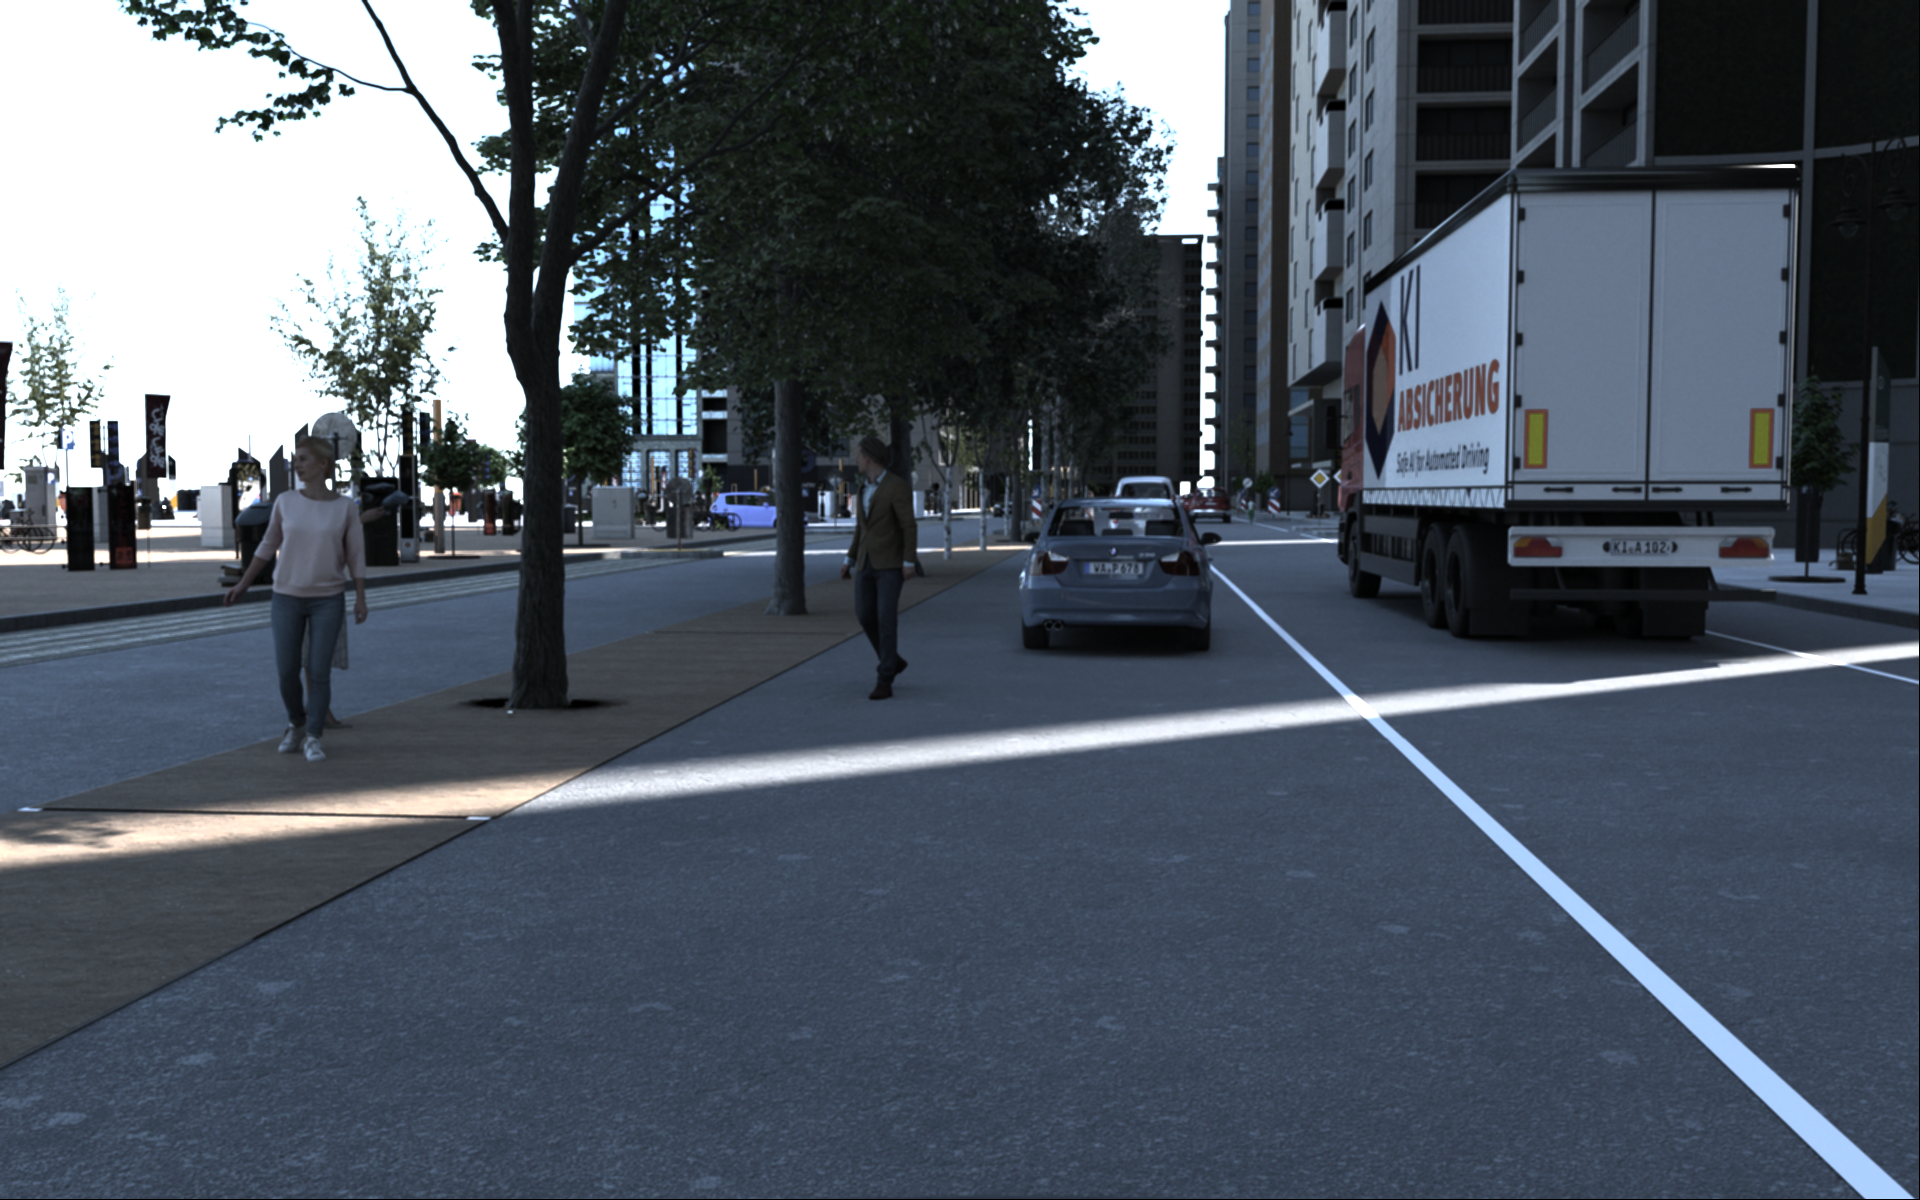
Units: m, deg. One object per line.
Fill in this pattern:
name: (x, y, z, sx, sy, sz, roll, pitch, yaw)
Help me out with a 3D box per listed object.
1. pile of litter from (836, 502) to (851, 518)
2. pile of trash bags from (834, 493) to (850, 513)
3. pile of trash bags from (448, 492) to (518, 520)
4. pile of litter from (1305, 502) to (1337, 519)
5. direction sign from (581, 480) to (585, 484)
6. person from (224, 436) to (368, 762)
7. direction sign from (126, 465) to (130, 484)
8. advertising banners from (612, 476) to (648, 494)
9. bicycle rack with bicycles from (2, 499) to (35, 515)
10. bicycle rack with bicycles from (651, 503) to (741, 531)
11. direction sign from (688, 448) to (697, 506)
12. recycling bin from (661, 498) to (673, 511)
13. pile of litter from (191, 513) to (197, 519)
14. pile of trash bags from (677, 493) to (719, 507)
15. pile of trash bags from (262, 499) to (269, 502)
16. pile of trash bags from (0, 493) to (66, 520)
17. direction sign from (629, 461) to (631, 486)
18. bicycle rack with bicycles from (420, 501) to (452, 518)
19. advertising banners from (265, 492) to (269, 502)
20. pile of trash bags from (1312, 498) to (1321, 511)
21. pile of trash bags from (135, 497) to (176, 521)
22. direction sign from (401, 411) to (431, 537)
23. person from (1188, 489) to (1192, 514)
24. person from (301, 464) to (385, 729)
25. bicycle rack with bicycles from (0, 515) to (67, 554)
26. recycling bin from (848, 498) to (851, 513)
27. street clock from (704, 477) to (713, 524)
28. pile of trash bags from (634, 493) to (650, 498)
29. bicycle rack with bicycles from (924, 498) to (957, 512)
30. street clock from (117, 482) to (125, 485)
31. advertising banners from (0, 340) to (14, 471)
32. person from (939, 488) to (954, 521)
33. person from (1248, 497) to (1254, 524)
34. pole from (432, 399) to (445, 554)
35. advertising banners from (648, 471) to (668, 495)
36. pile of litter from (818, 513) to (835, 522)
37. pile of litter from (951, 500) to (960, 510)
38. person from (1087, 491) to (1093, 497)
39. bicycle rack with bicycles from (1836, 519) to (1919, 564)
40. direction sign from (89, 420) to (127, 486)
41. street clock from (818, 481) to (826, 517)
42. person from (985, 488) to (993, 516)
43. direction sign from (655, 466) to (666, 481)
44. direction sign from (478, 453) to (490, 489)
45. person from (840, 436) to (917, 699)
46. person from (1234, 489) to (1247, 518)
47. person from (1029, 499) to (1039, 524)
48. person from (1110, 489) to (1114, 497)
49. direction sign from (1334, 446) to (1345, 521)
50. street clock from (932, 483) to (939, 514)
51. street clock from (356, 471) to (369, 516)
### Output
pile of litter: (-6.440, -4.780, 92.123, 1.176, 0.858, 1.719, 3, 4, 36)
pile of trash bags: (-8.371, -6.274, 112.327, 1.912, 1.369, 3.447, 3, 5, 39)
pile of trash bags: (-23.726, -4.682, 86.300, 3.447, 1.369, 1.912, -2, 4, -32)
pile of litter: (18.853, -4.693, 90.688, 1.719, 0.858, 1.176, 2, 4, 33)
direction sign: (-29.154, -8.615, 132.849, 0.876, 3.537, 0.379, -3, 5, -40)
person: (-3.589, -0.012, 9.372, 0.731, 1.740, 0.598, -1, 4, -18)
direction sign: (-65.800, -8.845, 136.618, 0.379, 3.537, 0.876, 1, 4, 18)
advertising banners: (-19.102, -6.319, 99.506, 2.074, 3.025, 0.090, -2, 4, -27)
bicycle rack with bicycles: (-66.842, -6.671, 122.446, 2.852, 0.926, 2.925, -3, 4, -38)
bicycle rack with bicycles: (-8.949, -2.872, 60.341, 2.925, 0.926, 2.852, 1, 4, 17)
direction sign: (-13.140, -5.696, 85.121, 0.379, 3.537, 0.876, 1, 4, 16)
recycling bin: (-21.159, -6.869, 124.858, 0.722, 1.027, 0.722, 1, 4, 9)
pile of litter: (-40.012, -4.734, 91.371, 1.176, 0.858, 1.719, 0, 4, -5)
pile of trash bags: (-20.210, -7.553, 133.246, 3.447, 1.369, 1.912, 0, 4, 2)
pile of trash bags: (-55.395, -7.709, 135.799, 1.912, 1.369, 3.447, 0, 4, -1)
pile of trash bags: (-46.426, -4.713, 86.804, 3.447, 1.369, 1.912, -1, 4, -20)
direction sign: (-22.333, -7.672, 117.438, 0.379, 3.537, 0.876, 0, 4, -5)
bicycle rack with bicycles: (-29.354, -4.939, 94.127, 2.925, 0.926, 2.852, 3, 4, 38)
advertising banners: (-48.665, -7.630, 120.932, 2.074, 3.025, 0.090, 2, 4, 25)
pile of trash bags: (27.000, -7.076, 125.447, 1.912, 1.369, 3.447, -1, 4, -21)
pile of trash bags: (-40.213, -4.593, 84.848, 3.447, 1.369, 1.912, 1, 4, 12)
direction sign: (-14.873, -3.392, 47.457, 0.379, 3.537, 0.876, 3, 5, 41)
person: (16.022, -6.875, 121.077, 0.590, 1.801, 0.661, 2, 4, 30)
person: (-3.816, -0.093, 10.584, 0.524, 1.755, 0.480, -2, 4, -32)
bicycle rack with bicycles: (-20.595, -1.443, 36.974, 2.852, 0.926, 2.925, 3, 4, 39)
recycling bin: (-7.427, -6.459, 118.152, 0.722, 1.027, 0.722, 1, 4, 13)
street clock: (-10.906, -4.310, 75.034, 0.358, 2.002, 0.471, 1, 4, 15)
pile of trash bags: (-24.464, -7.618, 134.307, 1.912, 1.369, 3.447, -1, 4, -22)
bicycle rack with bicycles: (-1.584, -7.925, 142.958, 2.852, 0.926, 2.925, 0, 4, -6)
street clock: (-50.648, -6.116, 104.570, 0.471, 2.002, 0.358, -1, 4, -21)
advertising banners: (-11.627, -1.409, 19.229, 2.074, 3.025, 0.090, -2, 4, -33)
person: (-0.748, -5.127, 92.608, 0.850, 1.792, 0.678, 1, 4, 14)
person: (14.101, -4.351, 83.886, 0.306, 1.304, 0.590, 1, 4, 17)
pole: (-11.199, -2.650, 37.175, 0.158, 3.312, 0.155, 0, 3, 0)
advertising banners: (-23.294, -8.318, 132.191, 2.074, 3.025, 0.090, 1, 4, 9)
pile of litter: (-6.866, -3.998, 79.333, 1.719, 0.858, 1.176, 3, 5, 41)
pile of litter: (-0.634, -7.719, 140.168, 1.176, 0.858, 1.719, 0, 4, -4)
person: (3.630, -2.292, 48.566, 0.523, 1.515, 0.503, -1, 4, -13)
bicycle rack with bicycles: (17.884, -1.170, 32.514, 2.925, 0.926, 2.852, 1, 4, 15)
direction sign: (-26.171, -3.734, 53.041, 0.876, 3.537, 0.379, 0, 4, -5)
street clock: (-7.598, -5.568, 95.611, 0.358, 2.002, 0.471, -2, 4, -35)
person: (1.759, -6.384, 113.053, 0.728, 1.800, 0.709, 1, 4, 9)
direction sign: (-23.841, -8.935, 138.077, 0.876, 3.537, 0.379, -1, 4, -12)
direction sign: (-26.064, -6.282, 94.706, 0.876, 3.537, 0.379, 1, 4, 19)
person: (-0.582, -0.245, 12.413, 0.656, 1.842, 0.836, 1, 4, 15)
person: (17.039, -5.869, 105.210, 0.760, 1.731, 0.466, -1, 4, -10)
person: (3.537, -4.529, 82.800, 0.529, 1.795, 0.600, 3, 4, 38)
person: (12.044, -7.922, 138.030, 0.388, 1.821, 0.555, 0, 4, 2)
direction sign: (18.129, -5.501, 81.943, 0.876, 3.537, 0.379, -1, 4, -10)
street clock: (-1.536, -6.379, 108.863, 0.358, 2.002, 0.471, 3, 5, 41)
street clock: (-19.072, -3.102, 55.287, 0.471, 2.002, 0.358, 2, 4, 30)
